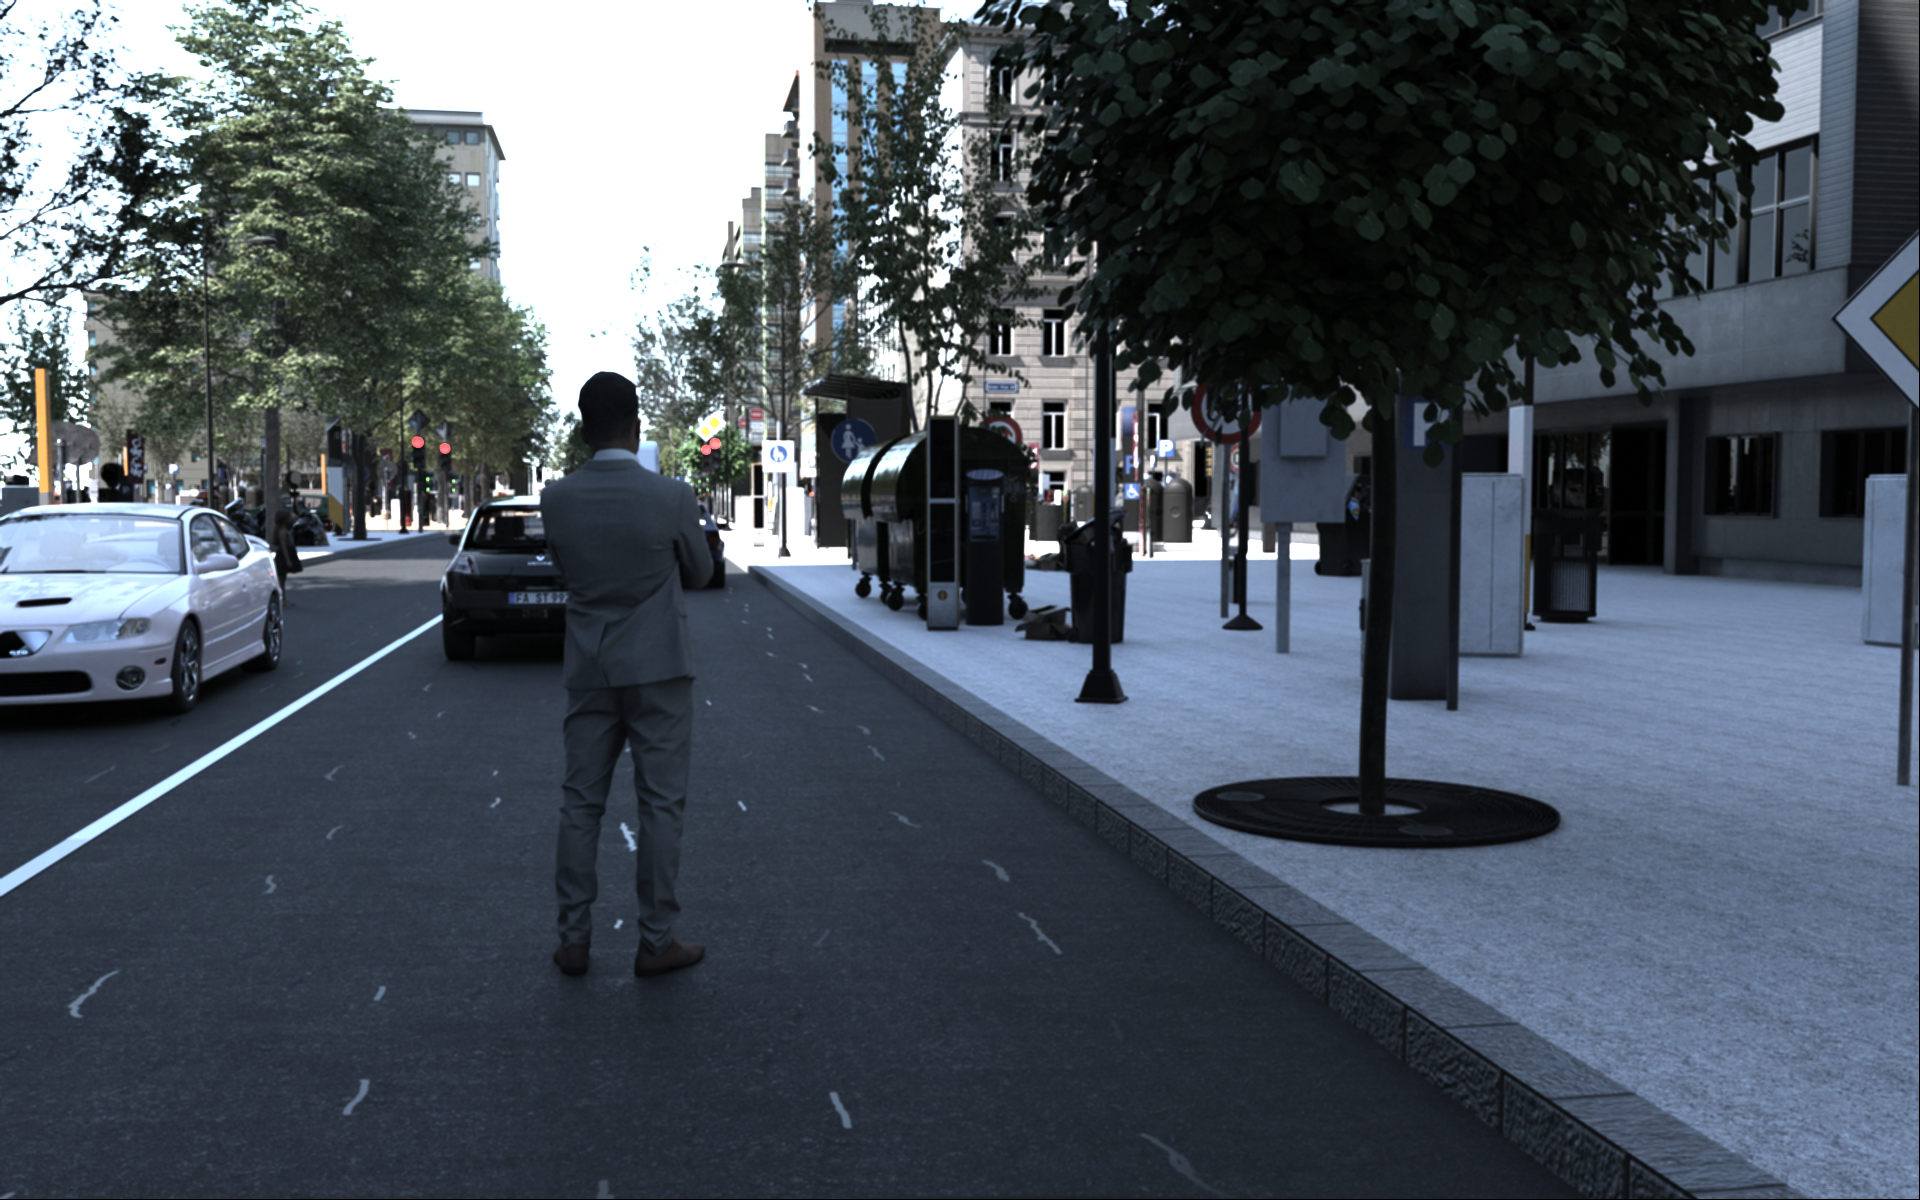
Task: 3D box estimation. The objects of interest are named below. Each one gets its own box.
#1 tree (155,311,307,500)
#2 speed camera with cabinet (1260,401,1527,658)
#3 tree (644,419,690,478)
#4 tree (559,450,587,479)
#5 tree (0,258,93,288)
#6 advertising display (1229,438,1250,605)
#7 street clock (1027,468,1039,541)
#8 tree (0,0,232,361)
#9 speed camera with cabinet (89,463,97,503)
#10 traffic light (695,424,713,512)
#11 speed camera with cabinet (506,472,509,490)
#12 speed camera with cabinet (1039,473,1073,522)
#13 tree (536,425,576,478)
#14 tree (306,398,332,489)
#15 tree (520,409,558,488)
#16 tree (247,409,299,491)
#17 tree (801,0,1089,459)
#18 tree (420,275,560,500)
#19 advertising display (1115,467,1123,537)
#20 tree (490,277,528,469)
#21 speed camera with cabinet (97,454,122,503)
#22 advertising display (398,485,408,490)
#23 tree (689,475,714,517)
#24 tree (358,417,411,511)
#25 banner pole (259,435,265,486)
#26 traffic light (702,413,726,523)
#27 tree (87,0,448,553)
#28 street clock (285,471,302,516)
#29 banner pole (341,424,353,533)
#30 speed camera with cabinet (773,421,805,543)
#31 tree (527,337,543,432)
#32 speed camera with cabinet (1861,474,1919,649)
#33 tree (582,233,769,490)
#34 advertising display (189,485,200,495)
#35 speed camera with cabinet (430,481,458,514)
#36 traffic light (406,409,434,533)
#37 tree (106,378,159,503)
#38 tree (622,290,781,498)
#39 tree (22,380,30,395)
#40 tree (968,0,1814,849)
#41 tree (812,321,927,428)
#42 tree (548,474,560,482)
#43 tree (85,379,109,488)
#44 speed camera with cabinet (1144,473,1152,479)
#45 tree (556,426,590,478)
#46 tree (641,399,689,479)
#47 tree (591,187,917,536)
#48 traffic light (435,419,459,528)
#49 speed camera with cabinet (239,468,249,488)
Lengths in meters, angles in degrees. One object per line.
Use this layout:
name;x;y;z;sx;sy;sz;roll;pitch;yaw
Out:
tree;-29.157;-7.285;69.473;4.360;8.622;3.978;0;3;0
speed camera with cabinet;3.457;-1.196;13.894;2.038;3.252;0.660;1;4;11
tree;-25.232;-12.316;151.729;4.737;8.622;4.395;0;3;0
tree;-59.615;-21.992;276.570;9.611;12.733;9.660;0;3;0
tree;-28.071;-6.258;52.686;4.737;8.622;4.395;0;3;0
advertising display;3.245;-0.927;20.374;0.123;1.923;0.974;0;4;-2
street clock;1.983;-2.618;47.372;0.358;2.002;0.471;-1;4;-12
tree;-13.579;-5.427;23.151;7.601;10.594;8.767;-1;4;-23
speed camera with cabinet;-55.355;-7.135;110.986;0.660;3.252;2.038;-1;4;-17
traffic light;-9.785;-4.756;66.678;0.839;4.253;0.868;-1;4;-10
speed camera with cabinet;-31.528;-7.732;120.759;0.660;3.252;2.038;0;4;-5
speed camera with cabinet;4.008;-4.971;75.611;0.660;3.252;2.038;-3;5;-45
tree;-41.624;-13.925;178.032;4.737;8.622;4.395;0;3;0
tree;-40.008;-9.561;106.688;4.360;8.622;3.978;0;3;0
tree;-36.421;-12.142;148.881;4.360;8.622;3.978;0;3;0
tree;-51.431;-11.025;130.623;4.737;8.622;4.395;0;3;0
tree;-0.395;-4.520;24.268;4.737;8.622;4.395;0;3;0
tree;-27.350;-11.813;99.798;9.857;13.997;8.962;0;3;0
advertising display;3.935;-2.214;41.410;0.974;1.923;0.123;-2;4;-35
tree;-22.212;-9.436;72.413;7.486;12.596;7.792;0;3;0
speed camera with cabinet;-40.727;-5.470;83.762;0.660;3.252;2.038;0;4;1
advertising display;-40.759;-7.436;126.789;0.974;1.923;0.123;2;4;31
tree;-14.212;-6.149;95.140;1.663;3.219;1.824;0;3;0
tree;-43.927;-11.149;132.644;4.360;8.622;3.978;0;3;0
banner pole;-26.056;-4.607;65.339;0.401;3.779;0.863;2;4;24
traffic light;-8.339;-4.275;58.825;0.839;4.253;0.868;-1;4;-10
tree;-14.722;-7.329;37.962;7.486;12.596;7.792;0;3;0
street clock;-20.733;-3.021;53.958;0.358;2.002;0.471;2;4;28
banner pole;-20.154;-4.087;56.838;0.401;3.779;0.863;0;4;-3
speed camera with cabinet;-4.595;-3.196;46.591;0.660;3.252;2.038;-1;4;-13
tree;-24.962;-10.448;88.954;7.486;12.596;7.792;0;3;0
speed camera with cabinet;8.735;-1.251;14.789;2.038;3.252;0.660;-1;4;-20
tree;-20.669;-16.577;126.928;12.611;20.169;13.585;0;3;0
advertising display;-53.778;-7.126;121.722;0.974;1.923;0.123;2;4;29
speed camera with cabinet;-33.150;-7.109;110.564;2.038;3.252;0.660;-2;4;-35
traffic light;-17.789;-4.168;57.075;0.839;4.253;0.868;-1;4;-10
tree;-44.507;-8.930;96.376;4.360;8.622;3.978;0;3;0
tree;-15.783;-11.863;104.330;12.009;13.543;11.850;0;3;0
tree;-40.776;-7.381;71.040;4.360;8.622;3.978;0;3;0
tree;1.598;-1.410;6.775;4.285;4.588;4.351;0;3;0
tree;-3.632;-7.485;72.748;4.360;8.622;3.978;0;3;0
tree;-36.219;-9.761;154.197;1.663;3.219;1.824;0;3;0
tree;-51.644;-9.535;106.263;4.360;8.622;3.978;0;3;0
speed camera with cabinet;7.881;-4.980;75.759;0.660;3.252;2.038;1;4;20
tree;-50.810;-18.199;231.964;7.601;10.594;8.767;-1;4;-11
tree;-34.698;-17.641;206.563;7.486;12.596;7.792;0;3;0
tree;-5.363;-7.233;52.674;7.601;10.594;8.767;2;4;27
traffic light;-19.235;-4.649;64.928;0.839;4.253;0.868;-1;4;-10
speed camera with cabinet;-48.740;-7.570;118.103;0.660;3.252;2.038;-2;4;-25
